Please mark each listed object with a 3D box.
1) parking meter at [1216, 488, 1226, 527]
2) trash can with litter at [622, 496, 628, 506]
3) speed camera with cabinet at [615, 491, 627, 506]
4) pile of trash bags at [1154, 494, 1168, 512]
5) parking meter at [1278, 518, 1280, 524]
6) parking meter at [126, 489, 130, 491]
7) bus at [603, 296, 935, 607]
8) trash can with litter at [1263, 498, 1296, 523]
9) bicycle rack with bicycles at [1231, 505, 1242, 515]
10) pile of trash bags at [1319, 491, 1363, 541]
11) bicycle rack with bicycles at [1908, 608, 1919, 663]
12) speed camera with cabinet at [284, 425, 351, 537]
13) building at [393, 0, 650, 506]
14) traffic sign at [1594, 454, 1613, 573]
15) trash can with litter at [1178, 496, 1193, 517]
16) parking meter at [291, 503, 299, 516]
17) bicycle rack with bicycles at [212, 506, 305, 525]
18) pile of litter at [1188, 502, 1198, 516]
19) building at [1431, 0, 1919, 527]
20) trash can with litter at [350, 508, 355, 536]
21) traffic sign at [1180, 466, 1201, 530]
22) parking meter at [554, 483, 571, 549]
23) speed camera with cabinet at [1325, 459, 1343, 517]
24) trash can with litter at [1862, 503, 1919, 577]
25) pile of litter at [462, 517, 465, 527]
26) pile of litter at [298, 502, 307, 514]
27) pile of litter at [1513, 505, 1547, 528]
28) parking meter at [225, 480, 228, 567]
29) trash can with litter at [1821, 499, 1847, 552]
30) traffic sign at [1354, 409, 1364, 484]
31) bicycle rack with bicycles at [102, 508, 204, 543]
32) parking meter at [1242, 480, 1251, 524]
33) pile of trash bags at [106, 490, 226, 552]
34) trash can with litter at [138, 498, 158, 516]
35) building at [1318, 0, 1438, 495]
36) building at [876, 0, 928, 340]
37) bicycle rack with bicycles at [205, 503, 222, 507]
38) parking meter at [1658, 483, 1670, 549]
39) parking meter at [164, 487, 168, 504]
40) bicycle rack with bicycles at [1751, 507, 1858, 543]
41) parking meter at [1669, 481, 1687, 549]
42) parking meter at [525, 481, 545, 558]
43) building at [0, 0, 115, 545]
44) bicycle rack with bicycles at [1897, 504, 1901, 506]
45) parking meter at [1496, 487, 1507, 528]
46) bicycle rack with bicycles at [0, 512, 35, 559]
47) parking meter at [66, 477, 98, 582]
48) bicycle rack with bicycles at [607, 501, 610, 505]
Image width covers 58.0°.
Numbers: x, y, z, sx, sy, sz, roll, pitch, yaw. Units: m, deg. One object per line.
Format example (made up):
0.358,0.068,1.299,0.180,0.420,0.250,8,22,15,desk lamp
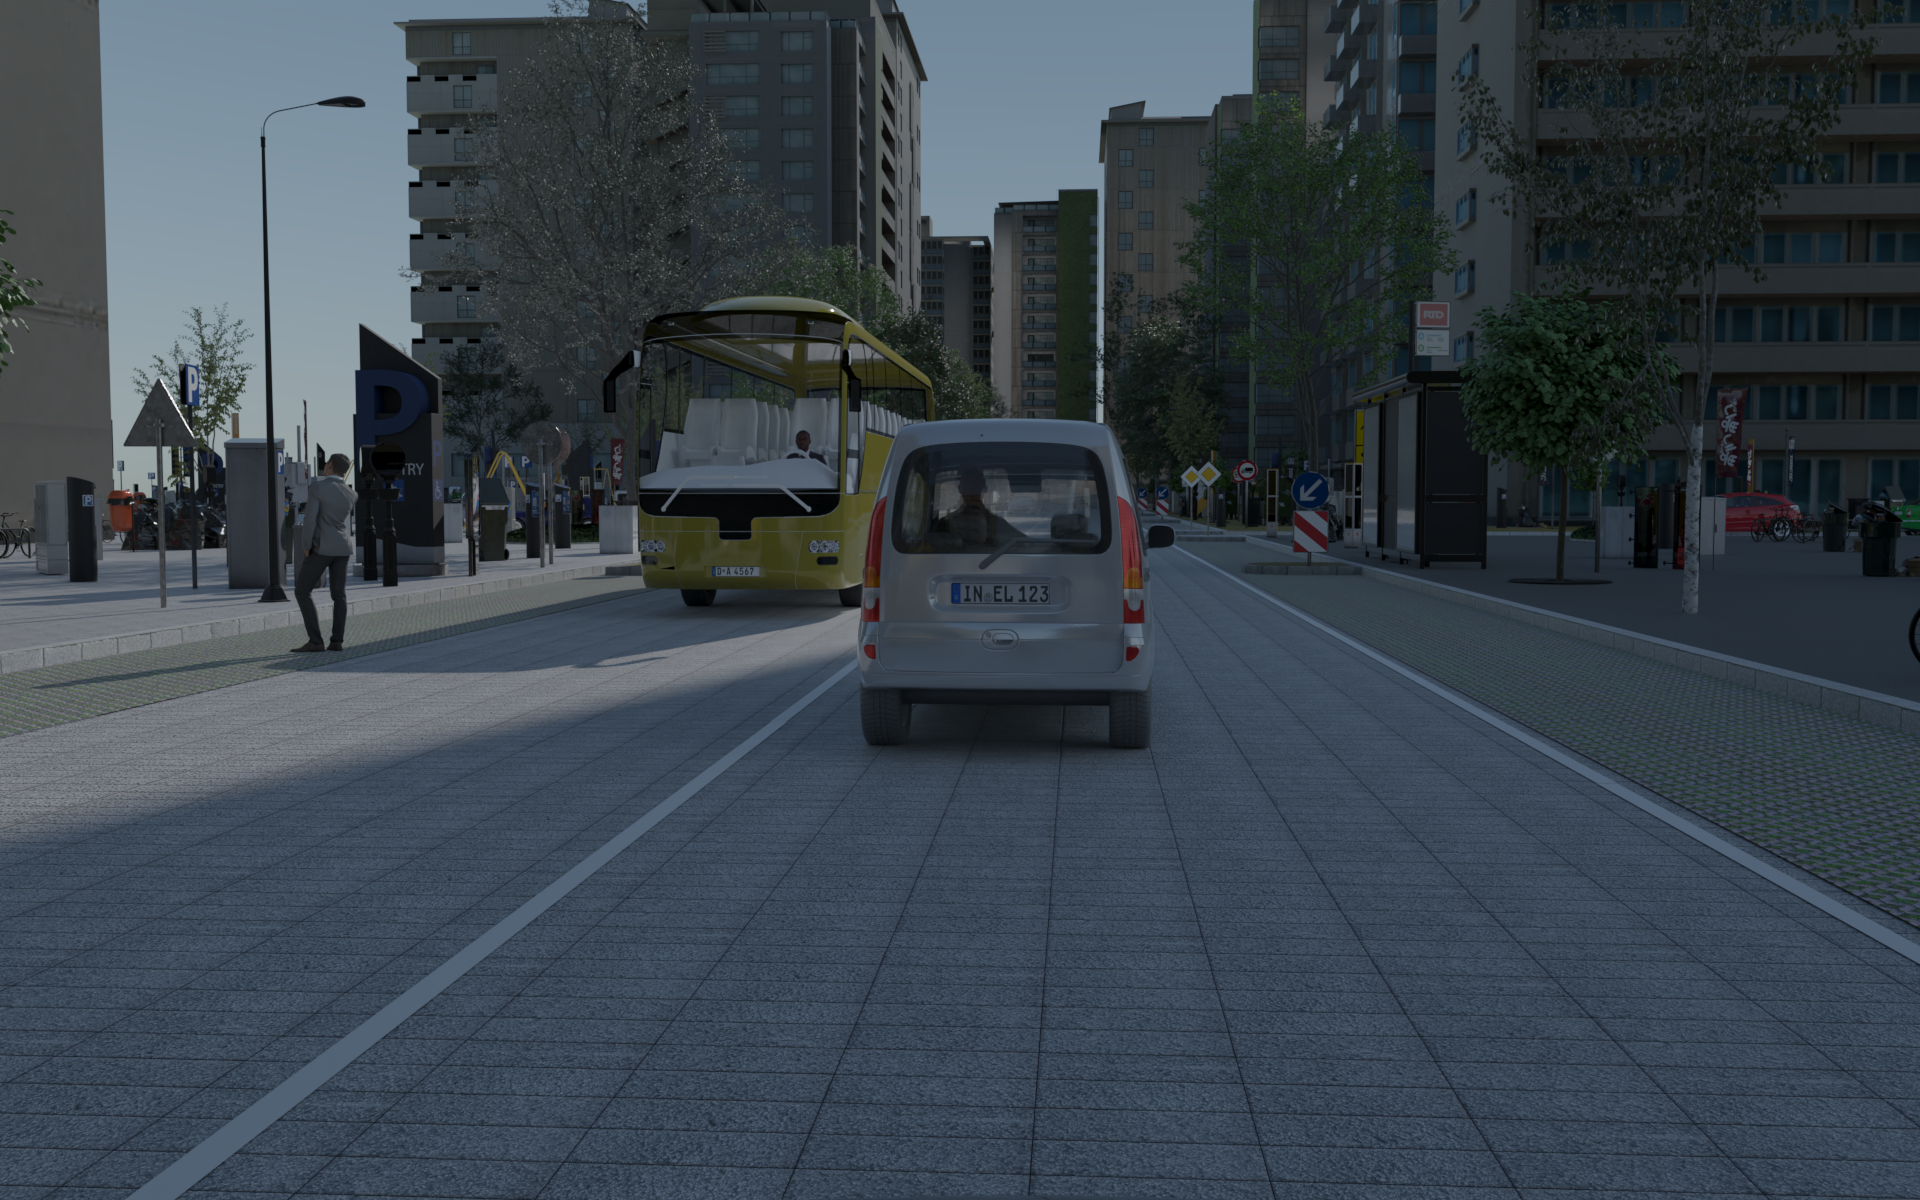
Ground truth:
10.139,-3.595,67.197,0.372,1.533,0.369,0,3,0,parking meter
-15.522,-4.200,79.733,2.233,1.210,1.678,2,4,30,trash can with litter
-16.234,-5.645,86.636,2.038,3.252,0.660,-1,4,-10,speed camera with cabinet
15.557,-7.102,125.869,3.447,1.369,1.912,3,5,43,pile of trash bags
14.006,-4.248,75.169,0.399,1.863,0.255,3,5,40,parking meter
-41.173,-4.714,85.479,0.372,1.533,0.369,0,3,0,parking meter
-2.123,-2.065,25.305,2.896,3.916,12.252,0,4,4,bus
14.376,-4.058,77.408,2.233,1.210,1.678,1,4,19,trash can with litter
16.951,-5.833,108.748,2.925,0.926,2.852,0,4,-7,bicycle rack with bicycles
11.012,-2.404,49.055,1.912,1.369,3.447,1,4,23,pile of trash bags
8.440,0.083,12.033,2.925,0.926,2.852,3,4,38,bicycle rack with bicycles
-18.836,-3.440,50.587,0.660,3.252,2.038,2,4,30,speed camera with cabinet
-45.850,-36.951,193.391,27.495,52.752,28.713,0,4,4,building
10.427,-1.722,28.267,0.768,2.556,0.104,0,4,7,traffic sign
12.808,-5.269,97.535,1.055,1.170,0.624,2,4,28,trash can with litter
-39.659,-5.964,103.224,0.255,1.863,0.399,1,4,17,parking meter
-16.518,-1.830,43.300,2.852,0.926,2.925,1,4,10,bicycle rack with bicycles
13.422,-5.231,99.488,1.719,0.858,1.176,-2,4,-35,pile of litter
32.621,-27.685,76.348,21.600,48.544,21.300,0,4,4,building
-18.592,-2.536,52.849,0.624,1.170,1.055,3,5,44,trash can with litter
8.156,-3.511,61.040,0.795,2.450,0.064,0,4,4,traffic sign
-9.361,-1.981,40.792,0.372,1.533,0.369,0,3,0,parking meter
21.197,-6.344,98.066,2.038,3.252,0.660,-3,4,-37,speed camera with cabinet
14.556,-0.957,27.030,1.055,1.170,0.624,0,4,-2,trash can with litter
-19.843,-3.237,66.883,1.176,0.858,1.719,3,5,40,pile of litter
-42.125,-5.925,110.841,1.719,0.858,1.176,2,4,25,pile of litter
22.008,-3.238,66.900,1.176,0.858,1.719,0,4,3,pile of litter
-12.764,-1.356,30.579,0.372,1.533,0.369,0,3,0,parking meter
19.675,-1.653,38.414,1.055,1.170,0.624,2,4,29,trash can with litter
10.569,-2.907,41.409,2.265,3.308,0.079,0,4,8,traffic sign
-21.752,-1.925,44.863,2.852,0.926,2.925,0,4,4,bicycle rack with bicycles
12.275,-4.186,74.152,0.399,1.863,0.255,0,4,-1,parking meter
-18.366,-1.834,39.741,1.912,1.369,3.447,0,4,7,pile of trash bags
-25.618,-2.663,54.932,0.624,1.170,1.055,-1,4,-10,trash can with litter
37.134,-30.509,118.436,23.786,49.044,30.456,0,4,4,building
-18.427,-36.830,191.409,27.495,52.752,28.713,0,4,4,building
-30.842,-3.721,74.228,2.925,0.926,2.852,1,4,12,bicycle rack with bicycles
16.532,-1.966,40.562,0.372,1.533,0.369,0,3,0,parking meter
-61.326,-7.822,133.593,0.255,1.863,0.399,2,4,26,parking meter
22.406,-2.005,46.162,2.925,0.926,2.852,-1,4,-12,bicycle rack with bicycles
13.981,-1.524,33.334,0.372,1.533,0.369,0,3,0,parking meter
-8.531,-1.614,34.796,0.372,1.533,0.369,0,3,0,parking meter
-34.994,-25.302,37.387,21.600,48.544,21.300,0,4,4,building
57.875,-5.544,104.019,2.925,0.926,2.852,-2,4,-31,bicycle rack with bicycles
20.459,-3.486,65.401,0.372,1.533,0.369,0,3,0,parking meter
-19.517,-1.269,34.137,2.852,0.926,2.925,2,4,25,bicycle rack with bicycles
-12.834,-1.035,25.326,0.372,1.533,0.369,0,3,0,parking meter
-26.663,-7.395,134.284,2.925,0.926,2.852,3,4,36,bicycle rack with bicycles
